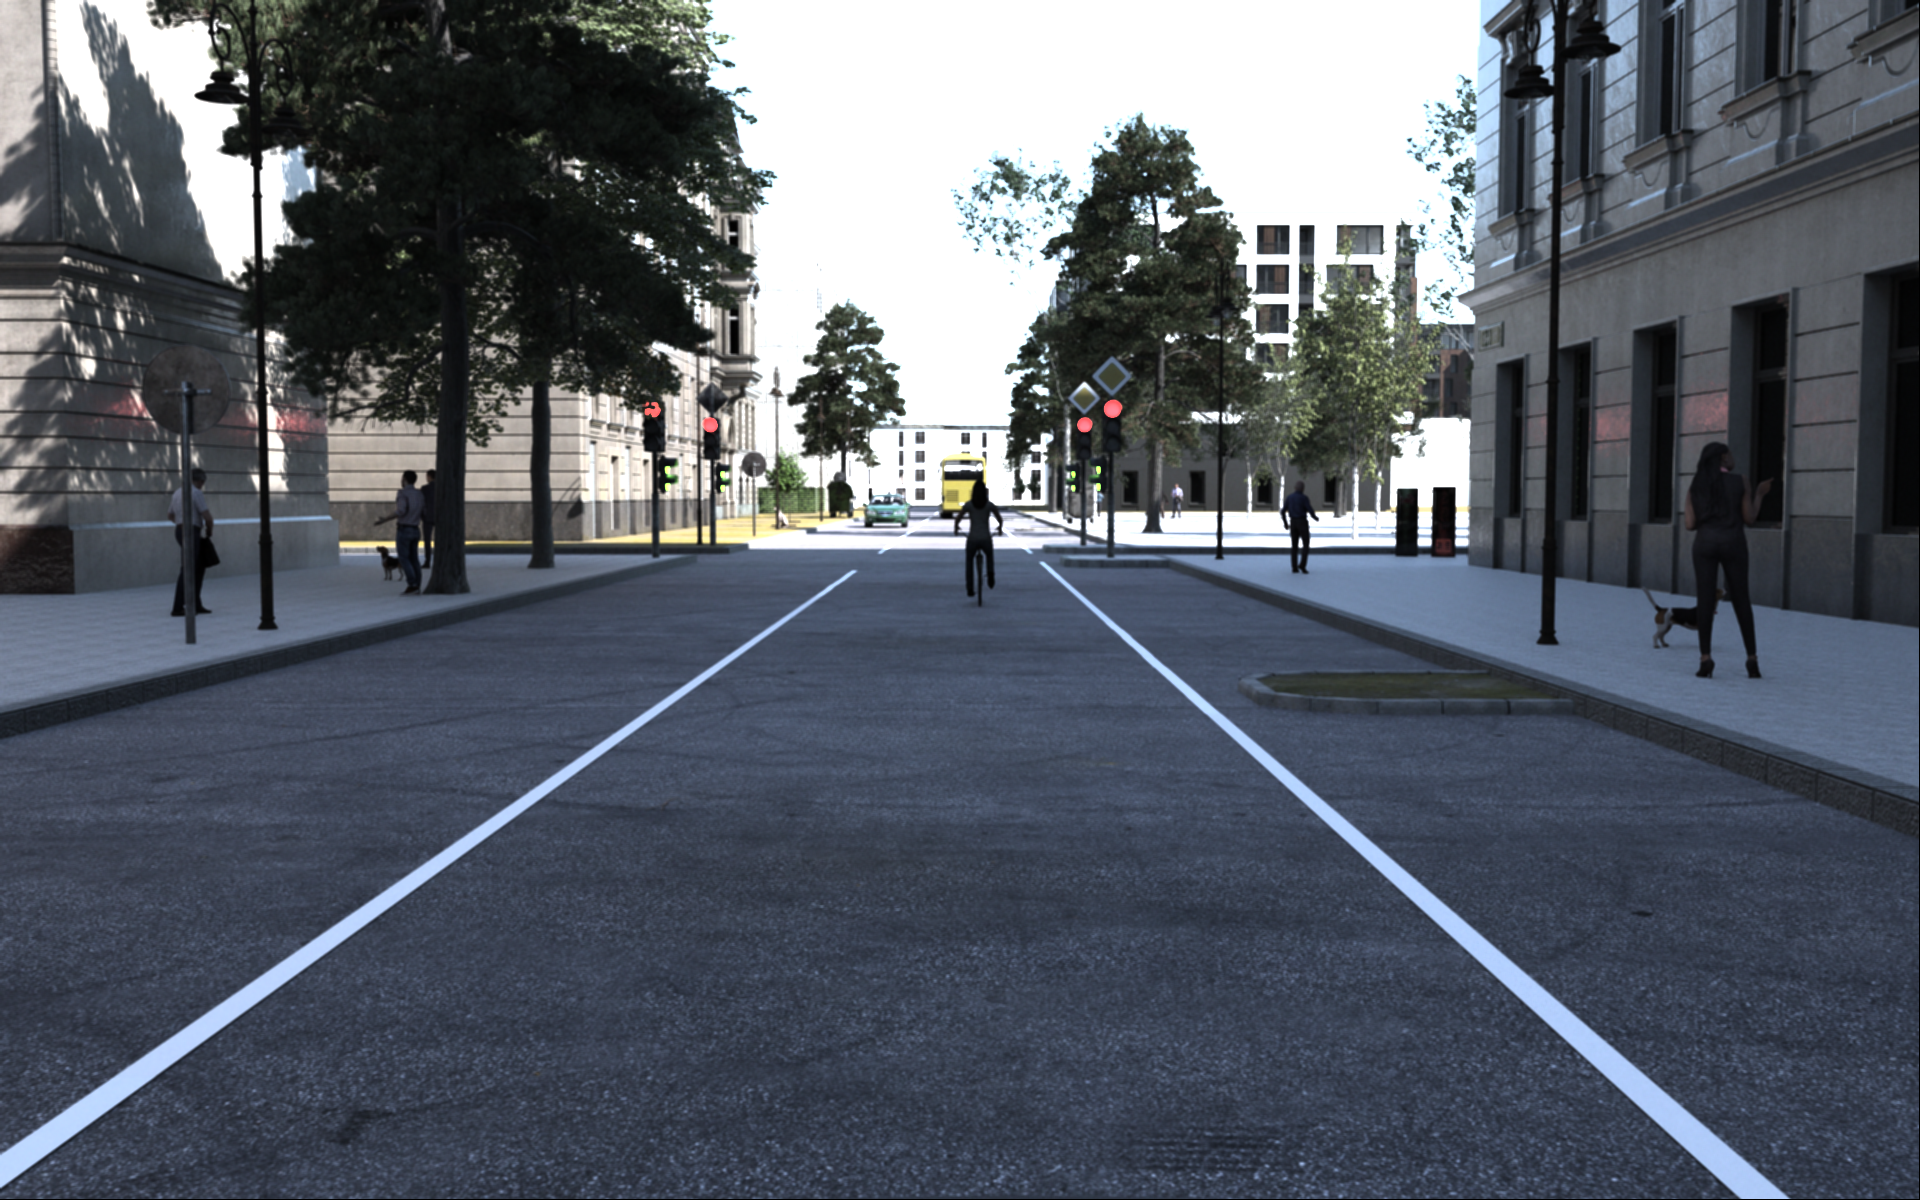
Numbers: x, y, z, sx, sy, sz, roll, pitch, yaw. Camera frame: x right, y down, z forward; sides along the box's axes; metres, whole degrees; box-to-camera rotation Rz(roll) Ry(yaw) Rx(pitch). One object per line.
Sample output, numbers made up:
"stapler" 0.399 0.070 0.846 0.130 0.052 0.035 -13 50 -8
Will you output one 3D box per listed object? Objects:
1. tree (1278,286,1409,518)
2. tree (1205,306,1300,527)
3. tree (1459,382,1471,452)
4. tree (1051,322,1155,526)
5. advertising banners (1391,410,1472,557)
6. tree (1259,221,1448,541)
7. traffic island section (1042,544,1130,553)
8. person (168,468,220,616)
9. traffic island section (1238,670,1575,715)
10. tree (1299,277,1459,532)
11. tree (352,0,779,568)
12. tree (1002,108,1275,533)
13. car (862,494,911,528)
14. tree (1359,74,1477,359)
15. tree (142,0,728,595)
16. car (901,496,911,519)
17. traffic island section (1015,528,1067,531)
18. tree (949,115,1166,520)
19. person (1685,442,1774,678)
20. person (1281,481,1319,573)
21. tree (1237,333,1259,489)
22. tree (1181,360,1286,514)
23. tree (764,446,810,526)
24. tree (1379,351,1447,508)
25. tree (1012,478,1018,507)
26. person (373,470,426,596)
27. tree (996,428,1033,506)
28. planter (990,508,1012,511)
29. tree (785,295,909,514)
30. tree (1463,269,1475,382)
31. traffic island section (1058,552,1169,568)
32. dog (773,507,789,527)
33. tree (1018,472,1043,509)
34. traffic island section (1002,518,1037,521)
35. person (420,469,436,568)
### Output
"tree" 20.067 -10.342 91.155 6.751 12.117 7.091 0 3 0
"tree" 11.476 -7.144 67.173 4.360 8.622 3.978 0 3 0
"tree" 31.577 -9.334 102.971 4.360 8.622 3.978 0 3 0
"tree" 5.580 -7.264 69.133 4.360 8.622 3.978 0 3 0
"advertising banners" 9.832 -2.389 35.254 2.074 3.025 0.090 2 4 30
"tree" 11.125 -5.941 47.504 4.737 8.622 4.395 0 3 0
"traffic island section" 3.086 -1.268 43.007 2.009 0.180 2.903 0 3 0
"person" -8.179 -0.621 18.406 0.614 1.554 0.590 2 4 34
"traffic island section" 3.020 0.649 12.248 1.991 0.108 1.994 0 3 0
"tree" 14.262 -6.664 59.323 4.360 8.622 3.978 0 3 0
"tree" -6.852 -6.833 29.844 7.486 12.596 7.792 0 3 0
"tree" 6.740 -9.170 57.358 7.806 13.903 7.818 0 3 0
"car" -3.180 -3.876 75.165 2.131 1.459 4.920 0 4 -1
"tree" 24.118 -13.511 76.792 12.611 20.169 13.585 0 3 0
"tree" -6.516 -6.115 22.041 6.751 12.117 7.091 0 3 0
"car" -3.806 -5.373 100.434 1.945 1.354 3.894 0 4 -1
"traffic island section" 3.137 -2.740 67.671 1.991 0.108 1.994 0 3 0
"tree" 6.755 -14.048 85.569 12.611 20.169 13.585 0 3 0
"person" 5.363 -0.282 12.128 0.593 1.643 0.415 -1 4 -17
"person" 5.604 -1.191 28.211 0.600 1.496 0.574 -2 4 -27
"tree" 13.914 -7.624 75.019 4.737 8.622 4.395 0 3 0
"tree" 16.972 -10.886 112.397 8.767 10.594 7.601 0 4 8
"tree" -7.157 -4.557 69.109 1.663 3.219 1.824 0 3 0
"tree" 27.556 -10.915 112.874 7.601 10.594 8.767 3 4 39
"tree" 6.188 -11.062 175.471 1.663 3.219 1.824 0 3 0
"person" -7.001 -0.854 21.967 0.435 1.587 0.963 1 4 12
"tree" 5.674 -14.304 184.233 4.737 8.622 4.395 0 3 0
"planter" 3.303 -7.565 144.820 1.991 0.319 1.994 0 3 0
"tree" -7.299 -12.473 111.351 7.806 13.903 7.818 0 3 0
"tree" 18.157 -8.678 49.315 7.806 13.903 7.818 0 3 0
"traffic island section" 3.069 -0.779 35.021 2.009 0.180 2.903 0 3 0
"dog" -6.735 -3.191 66.559 0.800 0.831 0.513 0 4 8
"tree" 6.529 -9.543 150.629 1.663 3.219 1.824 0 3 0
"traffic island section" 3.193 -4.388 94.615 1.991 0.108 1.994 0 3 0
"person" -9.137 -1.413 30.070 0.541 1.710 0.530 -2 4 -24
